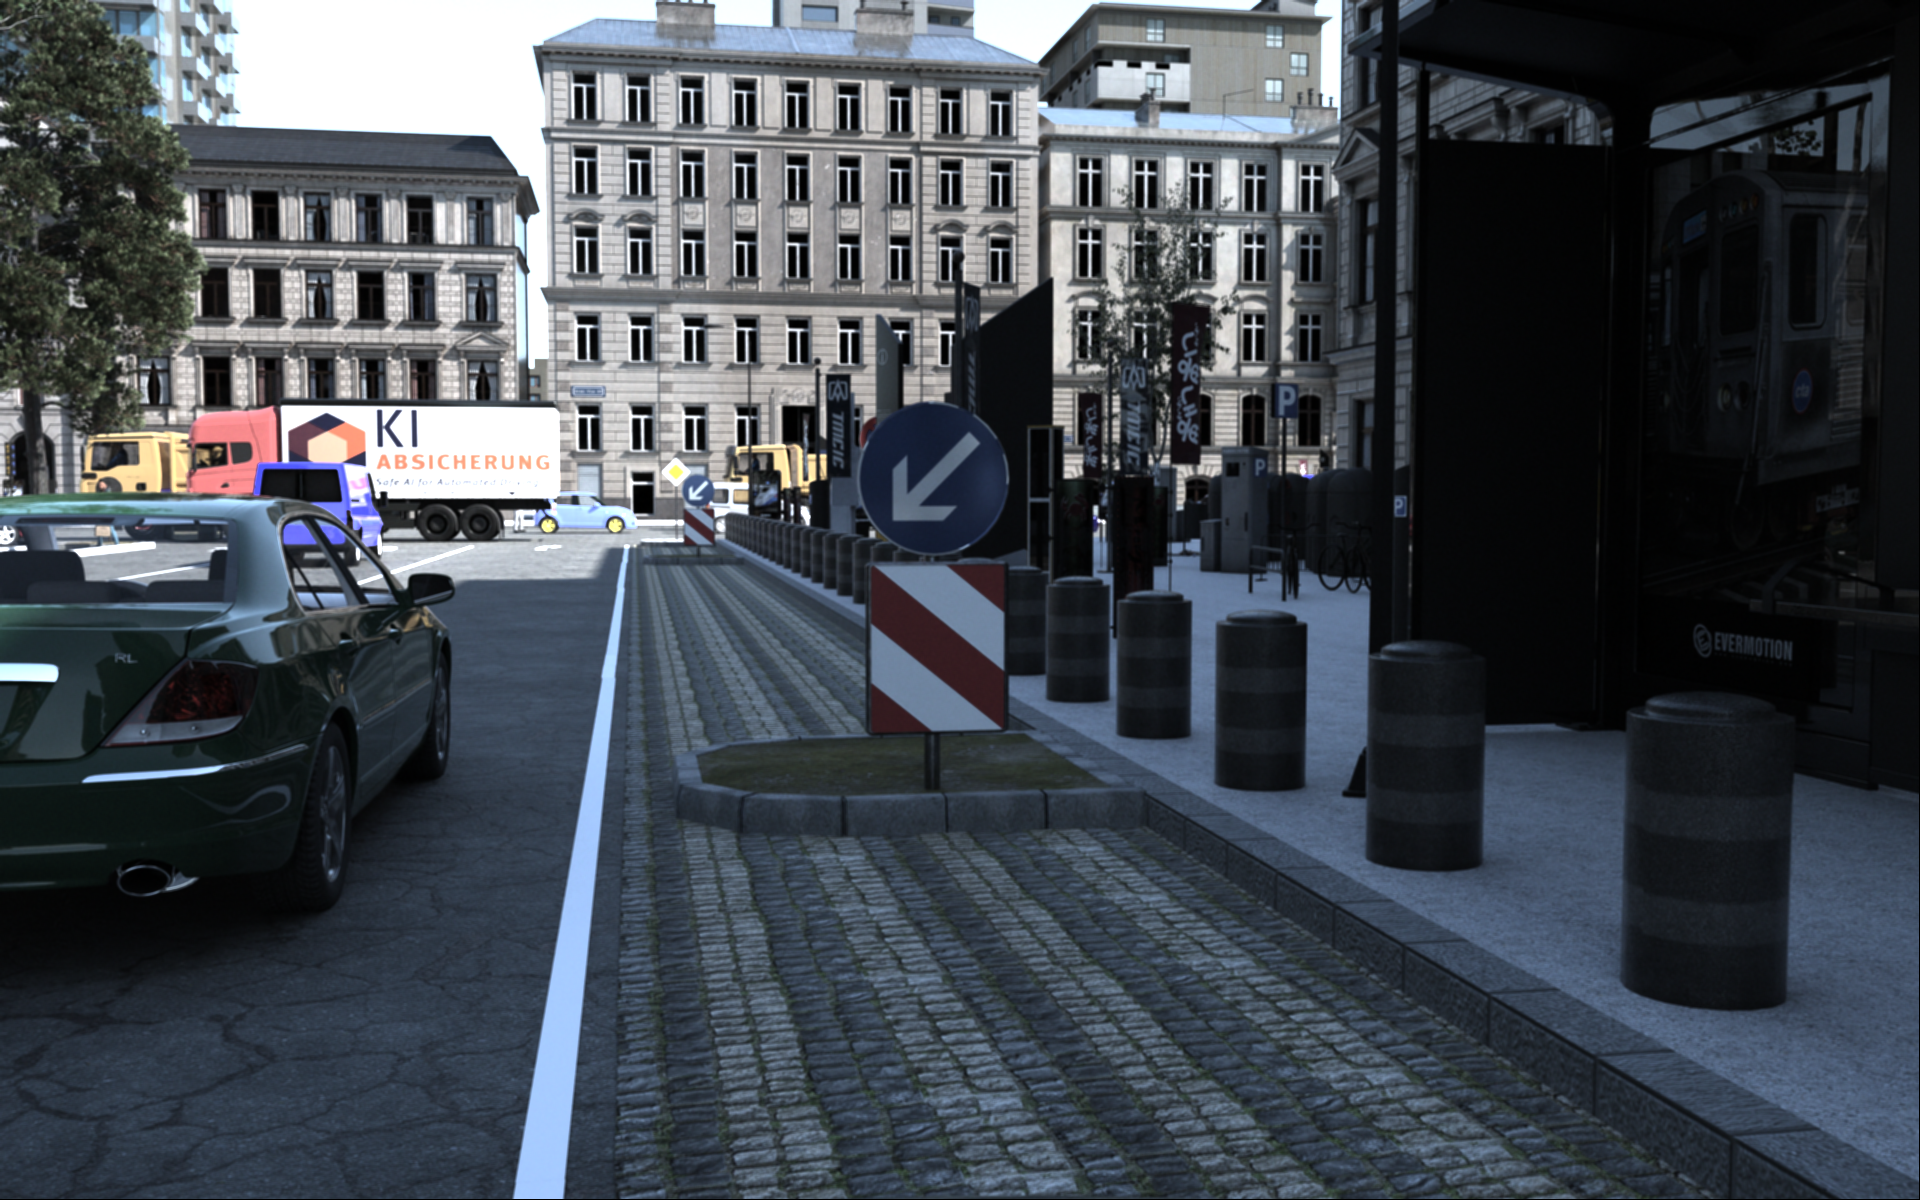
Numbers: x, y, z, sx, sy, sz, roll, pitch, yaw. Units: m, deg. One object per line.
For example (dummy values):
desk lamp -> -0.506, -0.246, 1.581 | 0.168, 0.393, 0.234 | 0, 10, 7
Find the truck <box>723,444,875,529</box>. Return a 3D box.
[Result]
truck -> -5.353, -4.460, 68.847 | 9.791, 3.379, 3.469 | -1, 4, -12

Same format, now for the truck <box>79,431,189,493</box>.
truck -> -23.425, -3.618, 55.079 | 9.791, 3.379, 3.469 | -1, 4, -10

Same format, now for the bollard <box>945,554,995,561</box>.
bollard -> 0.134, 0.044, 13.999 | 0.404, 0.777, 0.398 | 0, 3, 0

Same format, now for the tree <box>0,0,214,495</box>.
tree -> -22.000, -8.015, 40.919 | 7.806, 13.903, 7.818 | 0, 3, 0

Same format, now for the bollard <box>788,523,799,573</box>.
bollard -> -2.556, -0.831, 28.296 | 0.404, 0.777, 0.398 | 0, 3, 0

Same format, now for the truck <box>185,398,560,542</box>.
truck -> -17.849, -3.870, 52.191 | 11.283, 4.237, 2.839 | -1, 4, -11

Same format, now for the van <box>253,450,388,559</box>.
van -> -13.184, -1.920, 35.783 | 2.240, 2.365, 5.245 | -1, 4, -12

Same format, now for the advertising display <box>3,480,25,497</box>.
advertising display -> -41.993, -4.385, 76.903 | 0.974, 1.923, 0.123 | 0, 4, 8

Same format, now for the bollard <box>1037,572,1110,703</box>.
bollard -> 0.737, 0.239, 10.814 | 0.404, 0.777, 0.398 | 0, 3, 0

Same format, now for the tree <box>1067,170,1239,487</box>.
tree -> 4.519, -5.493, 40.175 | 4.360, 8.622, 3.978 | 0, 3, 0

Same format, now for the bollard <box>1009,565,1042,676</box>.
bollard -> 0.434, 0.142, 12.398 | 0.404, 0.777, 0.398 | 0, 3, 0

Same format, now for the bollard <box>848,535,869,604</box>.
bollard -> -1.060, -0.345, 20.357 | 0.404, 0.777, 0.398 | 0, 3, 0

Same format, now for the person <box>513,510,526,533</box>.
person -> -16.452, -3.420, 64.563 | 0.789, 1.805, 0.875 | 1, 4, 21

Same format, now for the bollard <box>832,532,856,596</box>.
bollard -> -1.363, -0.443, 21.955 | 0.404, 0.777, 0.398 | 0, 3, 0

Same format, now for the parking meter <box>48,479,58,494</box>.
parking meter -> -36.091, -3.868, 68.947 | 0.255, 1.863, 0.399 | -1, 4, -15

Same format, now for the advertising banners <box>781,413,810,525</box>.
advertising banners -> -3.485, -2.494, 36.966 | 0.090, 3.025, 2.074 | 1, 4, 11

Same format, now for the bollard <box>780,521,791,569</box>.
bollard -> -2.853, -0.928, 29.887 | 0.404, 0.777, 0.398 | 0, 3, 0

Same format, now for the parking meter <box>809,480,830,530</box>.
parking meter -> -2.487, -1.366, 30.746 | 0.372, 1.533, 0.369 | 0, 3, 0

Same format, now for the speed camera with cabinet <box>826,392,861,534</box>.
speed camera with cabinet -> -2.408, -2.454, 34.466 | 0.660, 3.252, 2.038 | -1, 4, -10

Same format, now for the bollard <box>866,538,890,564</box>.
bollard -> -0.765, -0.248, 18.772 | 0.404, 0.777, 0.398 | 0, 3, 0

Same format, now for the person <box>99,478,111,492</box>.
person -> -21.630, -2.162, 43.837 | 0.713, 1.824, 0.794 | -2, 4, -35

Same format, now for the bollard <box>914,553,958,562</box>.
bollard -> -0.164, -0.053, 15.584 | 0.404, 0.777, 0.398 | 0, 3, 0

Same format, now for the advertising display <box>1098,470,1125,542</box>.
advertising display -> 4.045, -2.506, 46.180 | 0.123, 1.923, 0.974 | -3, 4, -36

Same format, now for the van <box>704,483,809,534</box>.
van -> -7.338, -3.439, 63.235 | 4.112, 2.044, 2.013 | -1, 4, -10

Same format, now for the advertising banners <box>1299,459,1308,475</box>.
advertising banners -> 18.005, -5.595, 87.659 | 2.074, 3.025, 0.090 | -1, 4, -22

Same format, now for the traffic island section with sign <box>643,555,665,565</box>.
traffic island section with sign -> -5.503, -1.648, 35.570 | 1.989, 1.847, 2.006 | -1, 4, -11

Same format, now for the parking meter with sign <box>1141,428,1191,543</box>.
parking meter with sign -> 5.390, -3.029, 45.790 | 1.738, 3.016, 0.543 | -3, 5, -40

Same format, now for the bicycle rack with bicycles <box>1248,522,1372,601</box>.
bicycle rack with bicycles -> 4.833, -0.516, 21.827 | 2.852, 0.926, 2.925 | 0, 4, -2

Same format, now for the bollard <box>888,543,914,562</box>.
bollard -> -0.463, -0.151, 17.187 | 0.404, 0.777, 0.398 | 0, 3, 0

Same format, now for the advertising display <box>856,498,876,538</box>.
advertising display -> -2.161, -1.995, 37.833 | 0.974, 1.923, 0.123 | -3, 4, -39

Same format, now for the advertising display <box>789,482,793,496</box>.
advertising display -> -8.243, -4.758, 83.006 | 0.123, 1.923, 0.974 | 1, 4, 14

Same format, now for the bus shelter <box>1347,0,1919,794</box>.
bus shelter -> 3.429, -0.918, 6.290 | 1.731, 3.624, 6.357 | -1, 4, -11

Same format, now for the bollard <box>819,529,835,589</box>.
bollard -> -1.659, -0.540, 23.541 | 0.404, 0.777, 0.398 | 0, 3, 0

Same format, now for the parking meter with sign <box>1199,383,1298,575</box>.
parking meter with sign -> 4.613, -1.943, 28.024 | 0.543, 3.016, 1.738 | -3, 4, -38

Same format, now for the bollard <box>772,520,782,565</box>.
bollard -> -3.152, -1.025, 31.472 | 0.404, 0.777, 0.398 | 0, 3, 0

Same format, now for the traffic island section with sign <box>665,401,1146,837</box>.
traffic island section with sign -> -0.353, 0.027, 8.180 | 1.989, 1.847, 2.006 | -1, 4, -11

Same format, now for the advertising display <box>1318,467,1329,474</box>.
advertising display -> 8.834, -2.261, 42.176 | 0.123, 1.923, 0.974 | 0, 4, 4

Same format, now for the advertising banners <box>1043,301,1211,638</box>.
advertising banners -> 1.532, -1.178, 15.442 | 2.074, 3.025, 0.090 | -3, 5, -40

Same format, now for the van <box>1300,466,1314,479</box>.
van -> 11.340, -3.089, 54.887 | 5.245, 2.365, 2.240 | -1, 4, -12

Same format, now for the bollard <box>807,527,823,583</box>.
bollard -> -1.961, -0.637, 25.125 | 0.404, 0.777, 0.398 | 0, 3, 0

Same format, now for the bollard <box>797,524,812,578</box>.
bollard -> -2.256, -0.734, 26.711 | 0.404, 0.777, 0.398 | 0, 3, 0

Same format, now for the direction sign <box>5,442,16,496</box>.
direction sign -> -41.575, -5.130, 75.880 | 0.379, 3.537, 0.876 | 0, 4, -5

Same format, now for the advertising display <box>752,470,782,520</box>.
advertising display -> -5.190, -2.524, 46.479 | 0.974, 1.923, 0.123 | 3, 4, 36

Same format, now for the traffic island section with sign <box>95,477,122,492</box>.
traffic island section with sign -> -22.433, -2.273, 45.302 | 2.006, 1.907, 1.989 | -1, 4, -11

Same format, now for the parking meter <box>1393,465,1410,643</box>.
parking meter -> 3.519, -0.305, 13.393 | 0.372, 1.533, 0.369 | 0, 3, 0

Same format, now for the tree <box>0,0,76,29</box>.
tree -> -20.835, -10.477, 29.639 | 12.611, 20.169, 13.585 | 0, 3, 0
